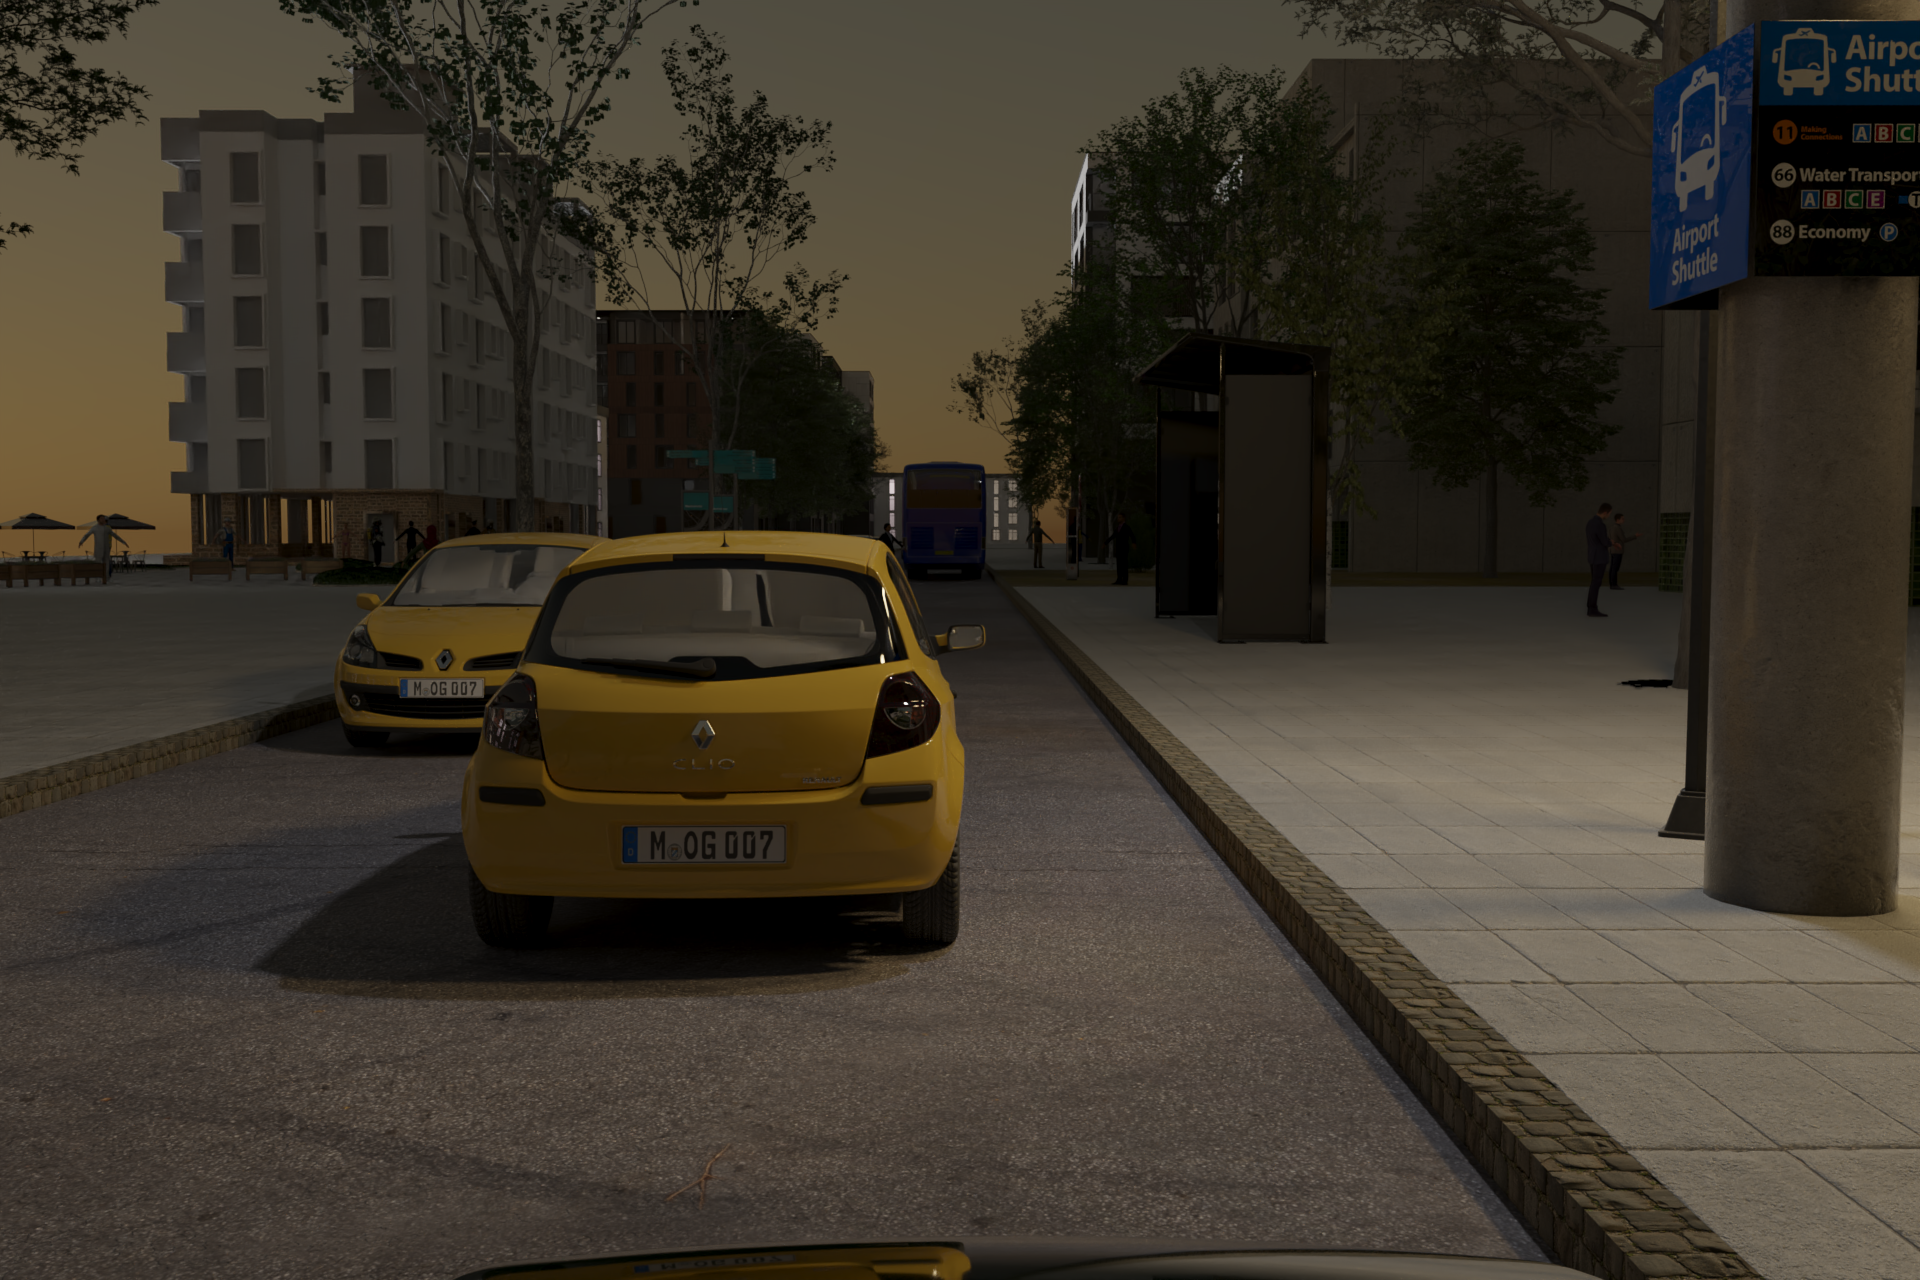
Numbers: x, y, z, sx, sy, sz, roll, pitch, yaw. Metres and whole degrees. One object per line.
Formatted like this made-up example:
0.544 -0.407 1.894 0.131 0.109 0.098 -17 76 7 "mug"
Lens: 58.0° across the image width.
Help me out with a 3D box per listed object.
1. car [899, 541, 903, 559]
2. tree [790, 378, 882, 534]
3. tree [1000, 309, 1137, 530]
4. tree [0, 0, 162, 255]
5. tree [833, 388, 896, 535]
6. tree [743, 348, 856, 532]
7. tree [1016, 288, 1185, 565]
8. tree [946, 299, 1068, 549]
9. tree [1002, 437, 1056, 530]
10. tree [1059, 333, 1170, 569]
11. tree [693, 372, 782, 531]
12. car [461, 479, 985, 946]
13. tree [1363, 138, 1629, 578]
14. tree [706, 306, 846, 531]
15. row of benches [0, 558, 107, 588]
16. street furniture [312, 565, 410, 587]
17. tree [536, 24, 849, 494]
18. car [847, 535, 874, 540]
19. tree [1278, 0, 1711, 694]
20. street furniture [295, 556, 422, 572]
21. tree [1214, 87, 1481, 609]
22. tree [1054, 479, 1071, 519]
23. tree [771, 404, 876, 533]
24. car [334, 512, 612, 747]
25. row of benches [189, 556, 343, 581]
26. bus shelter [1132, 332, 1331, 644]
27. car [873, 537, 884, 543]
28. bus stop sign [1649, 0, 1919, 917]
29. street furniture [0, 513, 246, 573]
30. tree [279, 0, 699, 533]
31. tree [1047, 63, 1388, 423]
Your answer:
-2.474 -5.471 99.241 2.009 1.686 4.222 0 3 0 "car"
-9.311 -12.738 126.392 7.486 12.596 7.792 0 3 0 "tree"
5.559 -10.296 86.458 7.486 12.596 7.792 0 3 0 "tree"
-9.356 -4.738 11.881 7.601 10.594 8.767 -3 5 -40 "tree"
-10.076 -14.284 143.913 12.009 13.543 11.850 0 3 0 "tree"
-9.772 -11.329 103.361 7.486 12.596 7.792 0 3 0 "tree"
6.045 -9.007 73.024 9.928 11.665 9.643 0 3 0 "tree"
5.215 -17.516 142.282 12.611 20.169 13.585 0 3 0 "tree"
5.366 -10.923 128.946 4.737 8.622 4.395 0 3 0 "tree"
5.534 -6.918 63.464 4.360 8.622 3.978 0 3 0 "tree"
-9.634 -7.799 77.876 4.360 8.622 3.978 0 3 0 "tree"
-0.874 0.168 7.470 2.015 1.641 3.980 0 4 -2 "car"
15.219 -8.104 50.632 7.486 12.596 7.792 0 3 0 "tree"
-9.227 -10.321 86.869 7.486 12.596 7.792 0 3 0 "tree"
-22.603 -1.647 42.385 1.422 0.672 4.104 1 4 19 "row of benches"
-10.930 -1.750 44.241 10.072 0.657 5.734 1 4 12 "street furniture"
-10.446 -12.935 67.383 12.611 20.169 13.585 0 3 0 "tree"
-3.260 -2.458 52.195 2.014 1.417 4.499 0 4 -1 "car"
6.191 -6.330 13.866 12.009 13.543 11.850 0 3 0 "tree"
-17.427 -2.703 59.819 10.072 0.657 5.734 1 4 18 "street furniture"
6.513 -4.830 29.334 4.737 8.622 4.395 0 3 0 "tree"
16.394 -18.486 236.650 7.601 10.594 8.767 0 4 -4 "tree"
-9.555 -11.012 114.458 8.767 10.594 7.601 0 4 4 "tree"
-3.280 -0.163 12.881 2.015 1.641 3.980 0 4 0 "car"
-19.294 -1.989 47.977 4.104 0.672 1.422 -2 4 -24 "row of benches"
3.505 -1.958 23.295 1.731 3.624 6.357 0 4 -1 "bus shelter"
-3.641 -3.496 69.741 1.945 1.354 3.894 0 3 0 "car"
2.956 -1.038 5.989 0.837 3.901 0.837 0 4 0 "bus stop sign"
-34.500 -3.004 54.140 14.083 1.986 27.439 1 4 13 "street furniture"
-10.693 -11.017 36.022 12.611 20.169 13.585 0 3 0 "tree"
5.617 -6.926 39.002 9.928 11.665 9.643 0 3 0 "tree"
